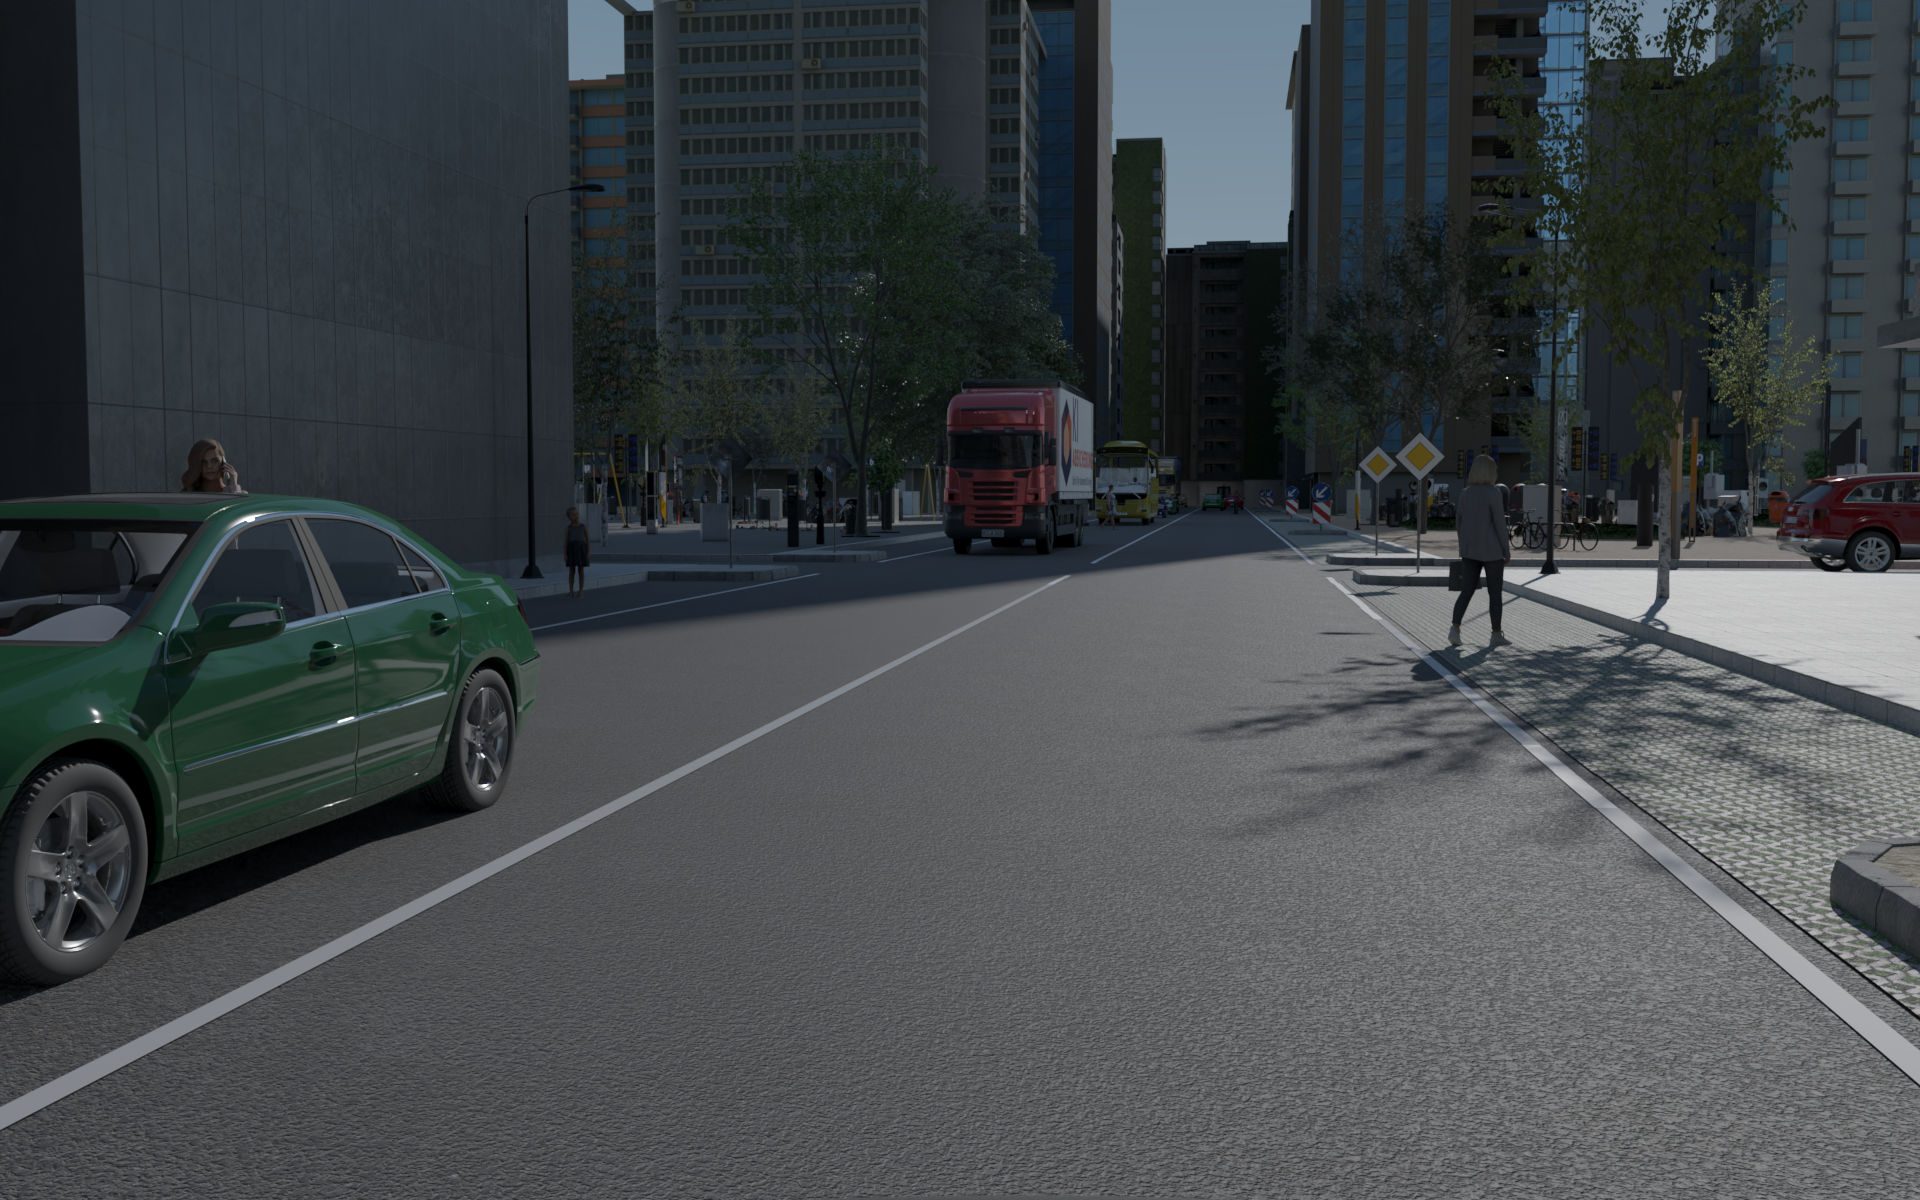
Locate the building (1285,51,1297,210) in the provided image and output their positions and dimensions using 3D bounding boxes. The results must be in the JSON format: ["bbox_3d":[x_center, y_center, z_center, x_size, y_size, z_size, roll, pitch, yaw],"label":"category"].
[{"bbox_3d":[52.432,-37.579,203.650,27.495,52.752,28.713,1,4,9],"label":"building"}]

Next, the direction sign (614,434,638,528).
[{"bbox_3d":[-12.612,-4.495,65.495,0.876,3.537,0.379,0,4,1],"label":"direction sign"}]

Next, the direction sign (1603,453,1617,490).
[{"bbox_3d":[36.038,-6.379,96.297,0.876,3.537,0.379,0,4,4],"label":"direction sign"}]

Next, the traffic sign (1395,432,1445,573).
[{"bbox_3d":[7.449,-1.497,28.111,0.795,2.450,0.064,1,4,9],"label":"traffic sign"}]

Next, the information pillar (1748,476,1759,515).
[{"bbox_3d":[32.720,-4.094,71.435,0.304,2.012,0.304,3,5,45],"label":"information pillar"}]

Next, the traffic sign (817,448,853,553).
[{"bbox_3d":[-2.735,-2.088,37.783,0.795,2.450,0.064,1,4,9],"label":"traffic sign"}]

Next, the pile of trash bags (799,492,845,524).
[{"bbox_3d":[-6.136,-4.070,76.301,1.912,1.369,3.447,3,5,44],"label":"pile of trash bags"}]

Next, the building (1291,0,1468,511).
[{"bbox_3d":[38.539,-31.338,162.489,14.600,45.320,14.200,1,4,9],"label":"building"}]

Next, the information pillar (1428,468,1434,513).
[{"bbox_3d":[25.284,-6.244,93.446,0.504,3.616,0.183,0,4,1],"label":"information pillar"}]

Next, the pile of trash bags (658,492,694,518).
[{"bbox_3d":[-15.804,-5.248,95.550,1.912,1.369,3.447,-1,4,-17],"label":"pile of trash bags"}]

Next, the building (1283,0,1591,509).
[{"bbox_3d":[38.112,-50.508,138.472,22.319,86.520,31.000,1,4,9],"label":"building"}]

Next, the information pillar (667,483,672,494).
[{"bbox_3d":[-18.645,-6.508,110.902,0.304,2.012,0.304,1,4,10],"label":"information pillar"}]

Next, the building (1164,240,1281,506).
[{"bbox_3d":[30.786,-26.224,200.468,14.107,30.474,14.160,1,4,9],"label":"building"}]

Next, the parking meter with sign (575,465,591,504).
[{"bbox_3d":[-22.672,-6.505,102.615,1.738,3.016,0.543,3,4,36],"label":"parking meter with sign"}]

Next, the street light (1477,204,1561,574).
[{"bbox_3d":[8.971,-3.381,27.827,1.470,5.913,1.316,1,4,9],"label":"street light"}]

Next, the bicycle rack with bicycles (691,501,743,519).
[{"bbox_3d":[-12.334,-4.669,89.721,2.925,0.926,2.852,-3,5,-41],"label":"bicycle rack with bicycles"}]

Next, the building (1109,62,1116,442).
[{"bbox_3d":[6.347,-28.993,157.625,14.154,41.232,14.086,1,4,9],"label":"building"}]

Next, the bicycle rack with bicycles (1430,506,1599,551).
[{"bbox_3d":[12.920,-1.628,39.994,2.852,0.926,2.925,-1,4,-13],"label":"bicycle rack with bicycles"}]

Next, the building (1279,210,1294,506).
[{"bbox_3d":[40.396,-24.786,176.951,14.160,30.474,14.107,1,4,9],"label":"building"}]

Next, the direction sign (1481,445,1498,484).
[{"bbox_3d":[24.499,-5.392,80.158,0.379,3.537,0.876,-3,5,-39],"label":"direction sign"}]

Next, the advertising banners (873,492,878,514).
[{"bbox_3d":[-4.883,-7.120,112.606,2.074,3.025,0.090,3,5,41],"label":"advertising banners"}]

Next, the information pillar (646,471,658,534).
[{"bbox_3d":[-9.823,-3.103,55.227,0.304,2.012,0.304,0,4,5],"label":"information pillar"}]

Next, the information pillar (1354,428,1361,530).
[{"bbox_3d":[14.148,-4.295,61.581,0.183,3.616,0.504,1,4,22],"label":"information pillar"}]

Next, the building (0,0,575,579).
[{"bbox_3d":[-22.016,-12.606,25.176,30.058,24.678,14.314,1,4,9],"label":"building"}]

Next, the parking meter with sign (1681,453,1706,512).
[{"bbox_3d":[30.741,-4.728,73.569,1.738,3.016,0.543,-1,4,-18],"label":"parking meter with sign"}]

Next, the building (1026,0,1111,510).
[{"bbox_3d":[5.013,-30.172,143.422,14.600,45.320,14.200,1,4,9],"label":"building"}]

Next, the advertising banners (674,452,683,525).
[{"bbox_3d":[-11.897,-4.704,73.095,0.090,3.025,2.074,0,4,0],"label":"advertising banners"}]

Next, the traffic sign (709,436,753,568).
[{"bbox_3d":[-3.957,-1.605,29.891,0.795,2.450,0.064,1,4,9],"label":"traffic sign"}]

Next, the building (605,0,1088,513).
[{"bbox_3d":[-7.193,-26.562,126.173,32.217,40.220,23.993,1,4,9],"label":"building"}]

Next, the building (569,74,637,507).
[{"bbox_3d":[-32.364,-32.331,183.234,28.867,44.769,22.147,1,4,9],"label":"building"}]

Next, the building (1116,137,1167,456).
[{"bbox_3d":[16.900,-31.742,202.577,14.086,41.232,14.154,1,4,9],"label":"building"}]

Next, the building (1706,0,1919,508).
[{"bbox_3d":[87.629,-33.319,164.366,30.456,49.044,23.786,1,4,9],"label":"building"}]

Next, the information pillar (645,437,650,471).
[{"bbox_3d":[-12.871,-4.900,71.463,0.183,3.616,0.504,-1,4,-23],"label":"information pillar"}]

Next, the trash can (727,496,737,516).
[{"bbox_3d":[-13.607,-5.562,102.599,0.748,1.137,0.748,0,3,0],"label":"trash can"}]

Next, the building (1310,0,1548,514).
[{"bbox_3d":[30.920,-28.562,117.104,14.600,45.320,14.200,1,4,9],"label":"building"}]

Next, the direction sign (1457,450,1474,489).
[{"bbox_3d":[25.822,-5.905,88.544,0.876,3.537,0.379,3,5,44],"label":"direction sign"}]

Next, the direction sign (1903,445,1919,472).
[{"bbox_3d":[44.436,-5.444,81.011,0.379,3.537,0.876,-1,4,-14],"label":"direction sign"}]

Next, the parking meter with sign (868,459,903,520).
[{"bbox_3d":[-3.646,-5.449,85.349,1.738,3.016,0.543,2,4,24],"label":"parking meter with sign"}]

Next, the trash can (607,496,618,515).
[{"bbox_3d":[-21.517,-5.835,107.049,0.748,1.137,0.748,0,3,0],"label":"trash can"}]

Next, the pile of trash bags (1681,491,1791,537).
[{"bbox_3d":[23.283,-2.594,52.169,1.912,1.369,3.447,-3,4,-37],"label":"pile of trash bags"}]

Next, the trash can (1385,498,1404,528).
[{"bbox_3d":[16.712,-3.362,66.614,0.748,1.137,0.748,0,3,0],"label":"trash can"}]

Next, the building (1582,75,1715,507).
[{"bbox_3d":[65.621,-29.908,172.596,14.086,41.232,14.154,1,4,9],"label":"building"}]

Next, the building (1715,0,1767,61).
[{"bbox_3d":[96.974,-46.126,192.414,20.611,71.187,20.563,1,4,9],"label":"building"}]

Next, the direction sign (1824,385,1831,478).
[{"bbox_3d":[18.212,-2.717,36.426,0.379,3.537,0.876,1,4,22],"label":"direction sign"}]

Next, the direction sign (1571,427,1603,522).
[{"bbox_3d":[21.009,-4.053,58.266,0.876,3.537,0.379,2,4,26],"label":"direction sign"}]

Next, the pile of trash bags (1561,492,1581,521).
[{"bbox_3d":[26.326,-4.116,77.056,3.447,1.369,1.912,-2,4,-32],"label":"pile of trash bags"}]

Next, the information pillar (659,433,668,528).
[{"bbox_3d":[-11.393,-4.586,66.336,0.183,3.616,0.504,1,4,12],"label":"information pillar"}]

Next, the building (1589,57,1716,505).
[{"bbox_3d":[76.123,-35.025,196.367,21.600,48.544,21.300,1,4,9],"label":"building"}]

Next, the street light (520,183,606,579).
[{"bbox_3d":[-5.983,-3.276,26.110,1.470,5.913,1.316,1,4,9],"label":"street light"}]

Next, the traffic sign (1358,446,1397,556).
[{"bbox_3d":[8.671,-1.979,36.003,0.795,2.450,0.064,1,4,9],"label":"traffic sign"}]

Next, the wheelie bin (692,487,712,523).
[{"bbox_3d":[-11.365,-4.187,76.367,0.980,1.594,0.693,3,5,44],"label":"wheelie bin"}]

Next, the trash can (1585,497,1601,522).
[{"bbox_3d":[29.345,-4.202,80.363,0.748,1.137,0.748,0,3,0],"label":"trash can"}]

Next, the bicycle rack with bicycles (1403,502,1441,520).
[{"bbox_3d":[22.489,-4.301,83.704,2.852,0.926,2.925,0,4,1],"label":"bicycle rack with bicycles"}]

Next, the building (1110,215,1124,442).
[{"bbox_3d":[9.993,-25.078,181.719,14.107,30.474,14.160,1,4,9],"label":"building"}]
